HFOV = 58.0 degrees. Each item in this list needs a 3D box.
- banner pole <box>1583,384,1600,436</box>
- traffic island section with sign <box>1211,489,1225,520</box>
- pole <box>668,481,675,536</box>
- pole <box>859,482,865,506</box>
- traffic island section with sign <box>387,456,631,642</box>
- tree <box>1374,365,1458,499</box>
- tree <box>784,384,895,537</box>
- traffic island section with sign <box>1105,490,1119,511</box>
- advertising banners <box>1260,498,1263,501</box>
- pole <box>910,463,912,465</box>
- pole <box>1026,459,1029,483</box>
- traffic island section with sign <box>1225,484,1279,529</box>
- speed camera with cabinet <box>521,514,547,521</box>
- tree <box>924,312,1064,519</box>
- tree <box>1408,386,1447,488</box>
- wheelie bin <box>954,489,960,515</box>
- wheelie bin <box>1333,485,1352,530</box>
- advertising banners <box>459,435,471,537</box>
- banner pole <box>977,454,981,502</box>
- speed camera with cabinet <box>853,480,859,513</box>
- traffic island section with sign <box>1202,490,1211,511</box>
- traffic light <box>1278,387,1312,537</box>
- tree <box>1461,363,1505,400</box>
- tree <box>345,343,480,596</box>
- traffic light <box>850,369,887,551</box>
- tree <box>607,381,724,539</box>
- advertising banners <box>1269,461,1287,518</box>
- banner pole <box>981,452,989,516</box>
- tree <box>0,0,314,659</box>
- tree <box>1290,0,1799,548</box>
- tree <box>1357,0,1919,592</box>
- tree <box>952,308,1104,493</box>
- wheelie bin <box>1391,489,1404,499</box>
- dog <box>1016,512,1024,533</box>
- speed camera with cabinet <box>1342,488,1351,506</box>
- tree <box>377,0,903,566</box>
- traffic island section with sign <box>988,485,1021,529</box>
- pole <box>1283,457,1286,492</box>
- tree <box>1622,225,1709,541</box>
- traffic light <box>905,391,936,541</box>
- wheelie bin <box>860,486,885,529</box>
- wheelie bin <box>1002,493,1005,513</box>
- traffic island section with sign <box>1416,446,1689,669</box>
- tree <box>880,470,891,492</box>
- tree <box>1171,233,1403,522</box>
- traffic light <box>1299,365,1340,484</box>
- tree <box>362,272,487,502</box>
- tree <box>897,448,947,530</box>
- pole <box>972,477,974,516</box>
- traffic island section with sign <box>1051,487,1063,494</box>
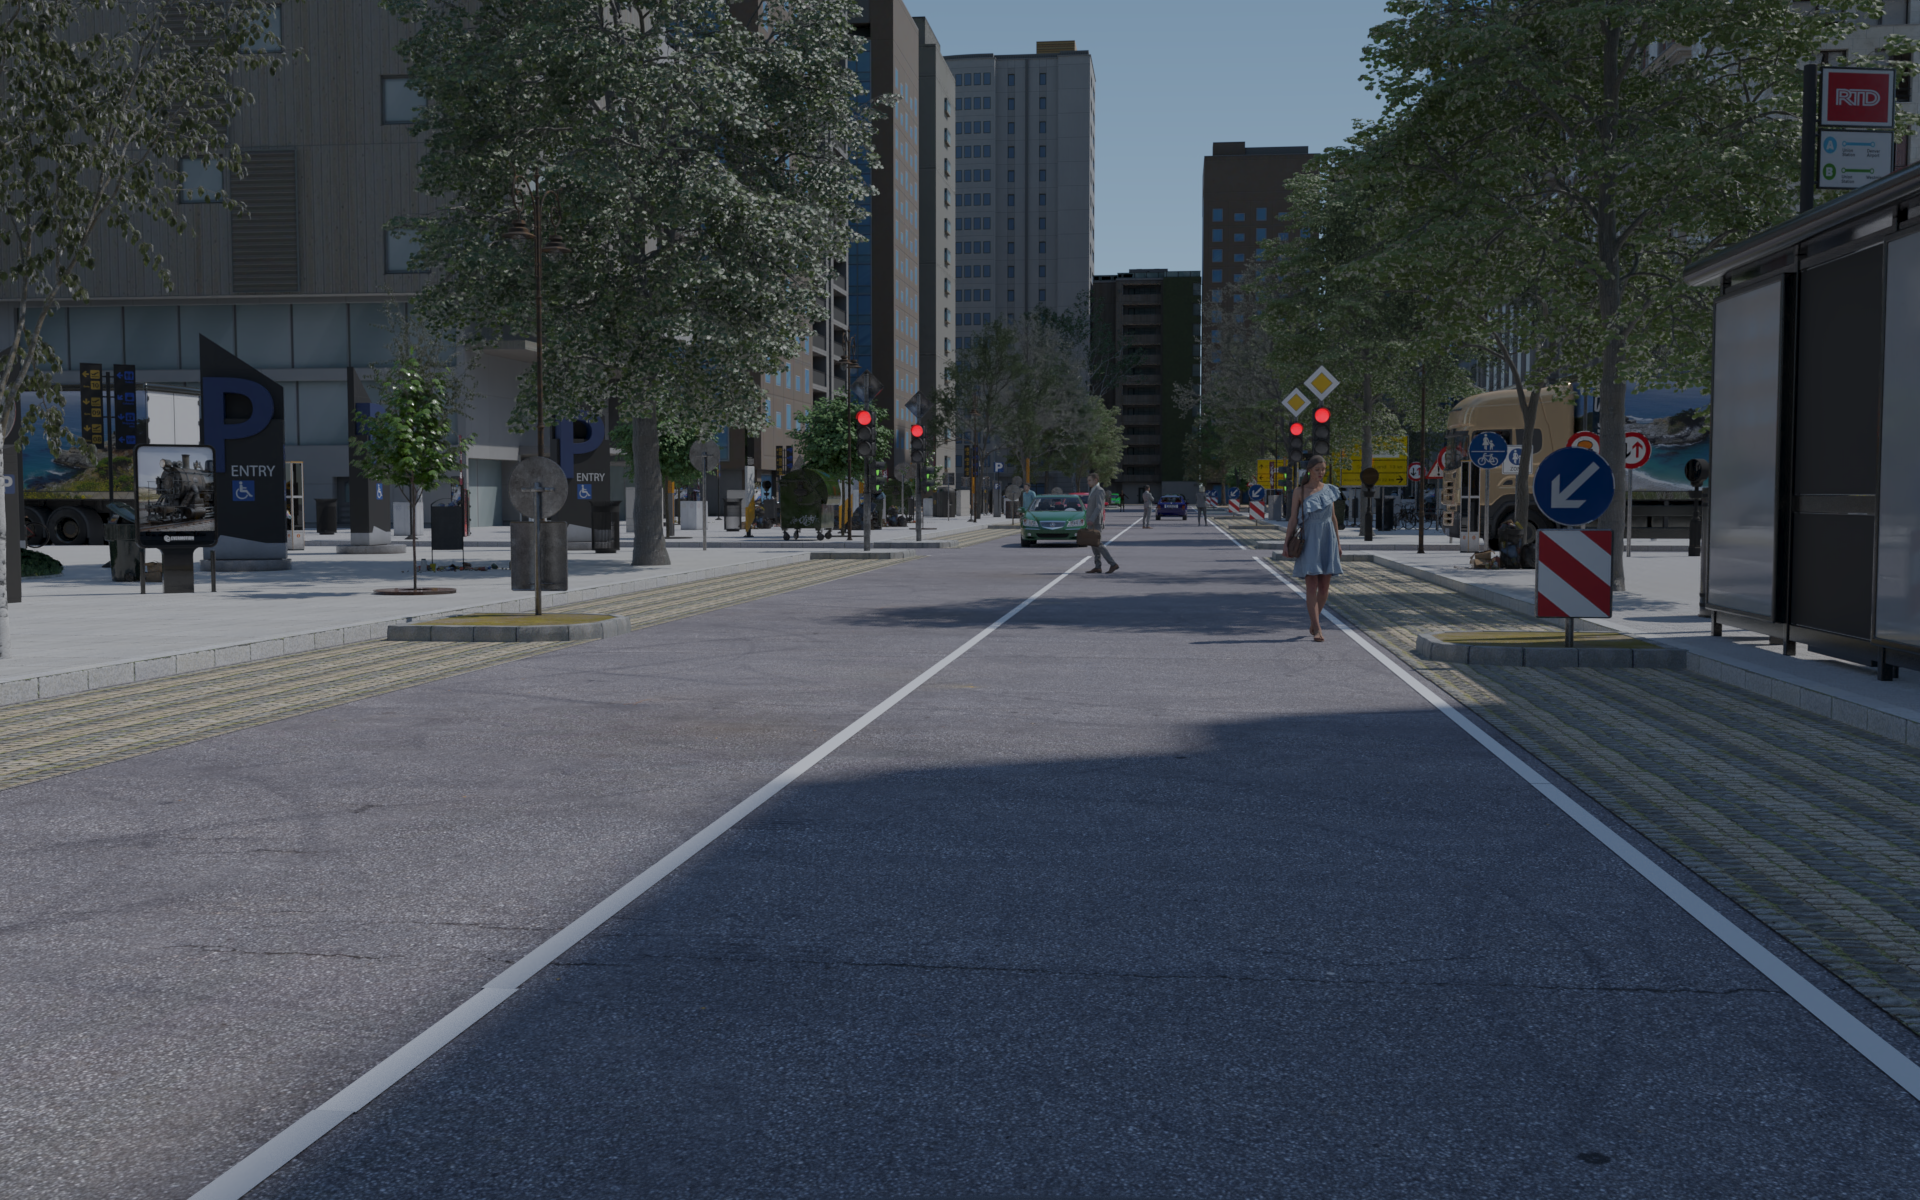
[{"bbox_3d":[13.296,-2.830,36.281,0.401,3.779,0.863,-3,5,-43],"label":"banner pole"},{"bbox_3d":[15.306,-5.440,97.573,1.989,1.847,2.006,0,4,7],"label":"traffic island section with sign"},{"bbox_3d":[-8.809,-3.604,52.771,0.158,3.312,0.155,0,3,0],"label":"pole"},{"bbox_3d":[-3.752,-4.396,65.724,0.158,3.312,0.155,0,3,0],"label":"pole"},{"bbox_3d":[-4.456,-0.549,17.597,1.989,1.847,2.006,0,4,7],"label":"traffic island section with sign"},{"bbox_3d":[23.988,-8.752,93.452,4.360,8.622,3.978,0,3,0],"label":"tree"},{"bbox_3d":[-3.596,-4.171,51.917,4.285,4.588,4.351,0,3,0],"label":"tree"},{"bbox_3d":[15.070,-10.174,174.974,1.989,1.847,2.006,0,4,7],"label":"traffic island section with sign"},{"bbox_3d":[17.893,-6.518,102.753,0.090,3.025,2.074,2,4,28],"label":"advertising banners"},{"bbox_3d":[-3.150,-7.276,112.798,0.158,3.312,0.155,0,3,0],"label":"pole"},{"bbox_3d":[3.904,-6.474,99.688,0.158,3.312,0.155,0,3,0],"label":"pole"},{"bbox_3d":[11.972,-3.795,70.681,1.989,1.847,2.006,0,4,7],"label":"traffic island section with sign"},{"bbox_3d":[-14.270,-3.936,58.687,0.660,3.252,2.038,-3,4,-36],"label":"speed camera with cabinet"},{"bbox_3d":[1.211,-9.426,88.535,7.601,10.594,8.767,2,4,28],"label":"tree"},{"bbox_3d":[29.130,-9.781,110.280,4.737,8.622,4.395,0,3,0],"label":"tree"},{"bbox_3d":[-0.264,-6.034,106.569,0.980,1.594,0.693,-3,4,-37],"label":"wheelie bin"},{"bbox_3d":[13.361,-3.291,61.716,0.693,1.594,0.980,0,4,-7],"label":"wheelie bin"},{"bbox_3d":[-14.862,-3.411,51.956,0.090,3.025,2.074,0,4,-8],"label":"advertising banners"},{"bbox_3d":[1.218,-7.185,107.491,0.401,3.779,0.863,2,4,31],"label":"banner pole"},{"bbox_3d":[-4.233,-4.672,70.715,0.660,3.252,2.038,-1,4,-11],"label":"speed camera with cabinet"},{"bbox_3d":[21.411,-8.452,146.825,1.989,1.847,2.006,0,4,7],"label":"traffic island section with sign"},{"bbox_3d":[8.836,-3.475,45.734,0.839,4.253,0.868,0,4,7],"label":"traffic light"},{"bbox_3d":[29.441,-9.000,97.516,4.360,8.622,3.978,0,3,0],"label":"tree"},{"bbox_3d":[-6.955,-1.700,22.394,1.663,3.219,1.824,0,3,0],"label":"tree"},{"bbox_3d":[-2.085,-3.064,39.022,0.839,4.253,0.868,0,4,7],"label":"traffic light"},{"bbox_3d":[-8.484,-4.057,50.046,4.285,4.588,4.351,0,3,0],"label":"tree"},{"bbox_3d":[17.012,-5.883,92.379,0.090,3.025,2.074,-1,4,-19],"label":"advertising banners"},{"bbox_3d":[1.607,-6.940,103.480,0.401,3.779,0.863,0,4,1],"label":"banner pole"},{"bbox_3d":[-7.275,-3.853,13.352,4.360,8.622,3.978,0,3,0],"label":"tree"},{"bbox_3d":[10.217,-5.929,31.349,8.767,10.594,7.601,1,4,12],"label":"tree"},{"bbox_3d":[8.469,-6.418,23.059,7.486,12.596,7.792,0,3,0],"label":"tree"},{"bbox_3d":[4.303,-12.488,114.547,12.009,13.543,11.850,0,3,0],"label":"tree"},{"bbox_3d":[25.858,-5.785,102.494,0.693,1.594,0.980,1,4,20],"label":"wheelie bin"},{"bbox_3d":[2.489,-2.880,63.922,0.513,0.831,0.800,-3,4,-36],"label":"dog"},{"bbox_3d":[21.974,-6.316,97.595,0.660,3.252,2.038,2,4,27],"label":"speed camera with cabinet"},{"bbox_3d":[-5.580,-7.591,30.766,9.857,13.997,8.962,0,3,0],"label":"tree"},{"bbox_3d":[2.224,-3.843,71.466,1.989,1.847,2.006,0,4,7],"label":"traffic island section with sign"},{"bbox_3d":[17.695,-6.153,94.452,0.158,3.312,0.155,0,3,0],"label":"pole"},{"bbox_3d":[19.111,-5.923,47.197,4.360,8.622,3.978,0,3,0],"label":"tree"},{"bbox_3d":[-1.101,-3.549,46.947,0.839,4.253,0.868,0,4,7],"label":"traffic light"},{"bbox_3d":[-3.189,-3.432,64.025,0.980,1.594,0.693,-2,4,-30],"label":"wheelie bin"},{"bbox_3d":[3.203,-6.464,113.591,0.693,1.594,0.980,2,4,29],"label":"wheelie bin"},{"bbox_3d":[5.085,-0.400,15.172,1.989,1.847,2.006,0,4,7],"label":"traffic island section with sign"},{"bbox_3d":[-5.275,-7.410,115.750,1.663,3.219,1.824,0,3,0],"label":"tree"},{"bbox_3d":[15.495,-10.432,80.927,12.009,13.543,11.850,0,3,0],"label":"tree"},{"bbox_3d":[7.852,-2.990,37.809,0.839,4.253,0.868,0,4,7],"label":"traffic light"},{"bbox_3d":[-18.104,-6.593,58.162,4.360,8.622,3.978,0,3,0],"label":"tree"},{"bbox_3d":[-1.302,-4.151,62.473,1.663,3.219,1.824,0,3,0],"label":"tree"},{"bbox_3d":[0.744,-6.578,101.389,0.158,3.312,0.155,0,3,0],"label":"pole"},{"bbox_3d":[5.552,-5.485,98.308,1.989,1.847,2.006,0,4,7],"label":"traffic island section with sign"}]
